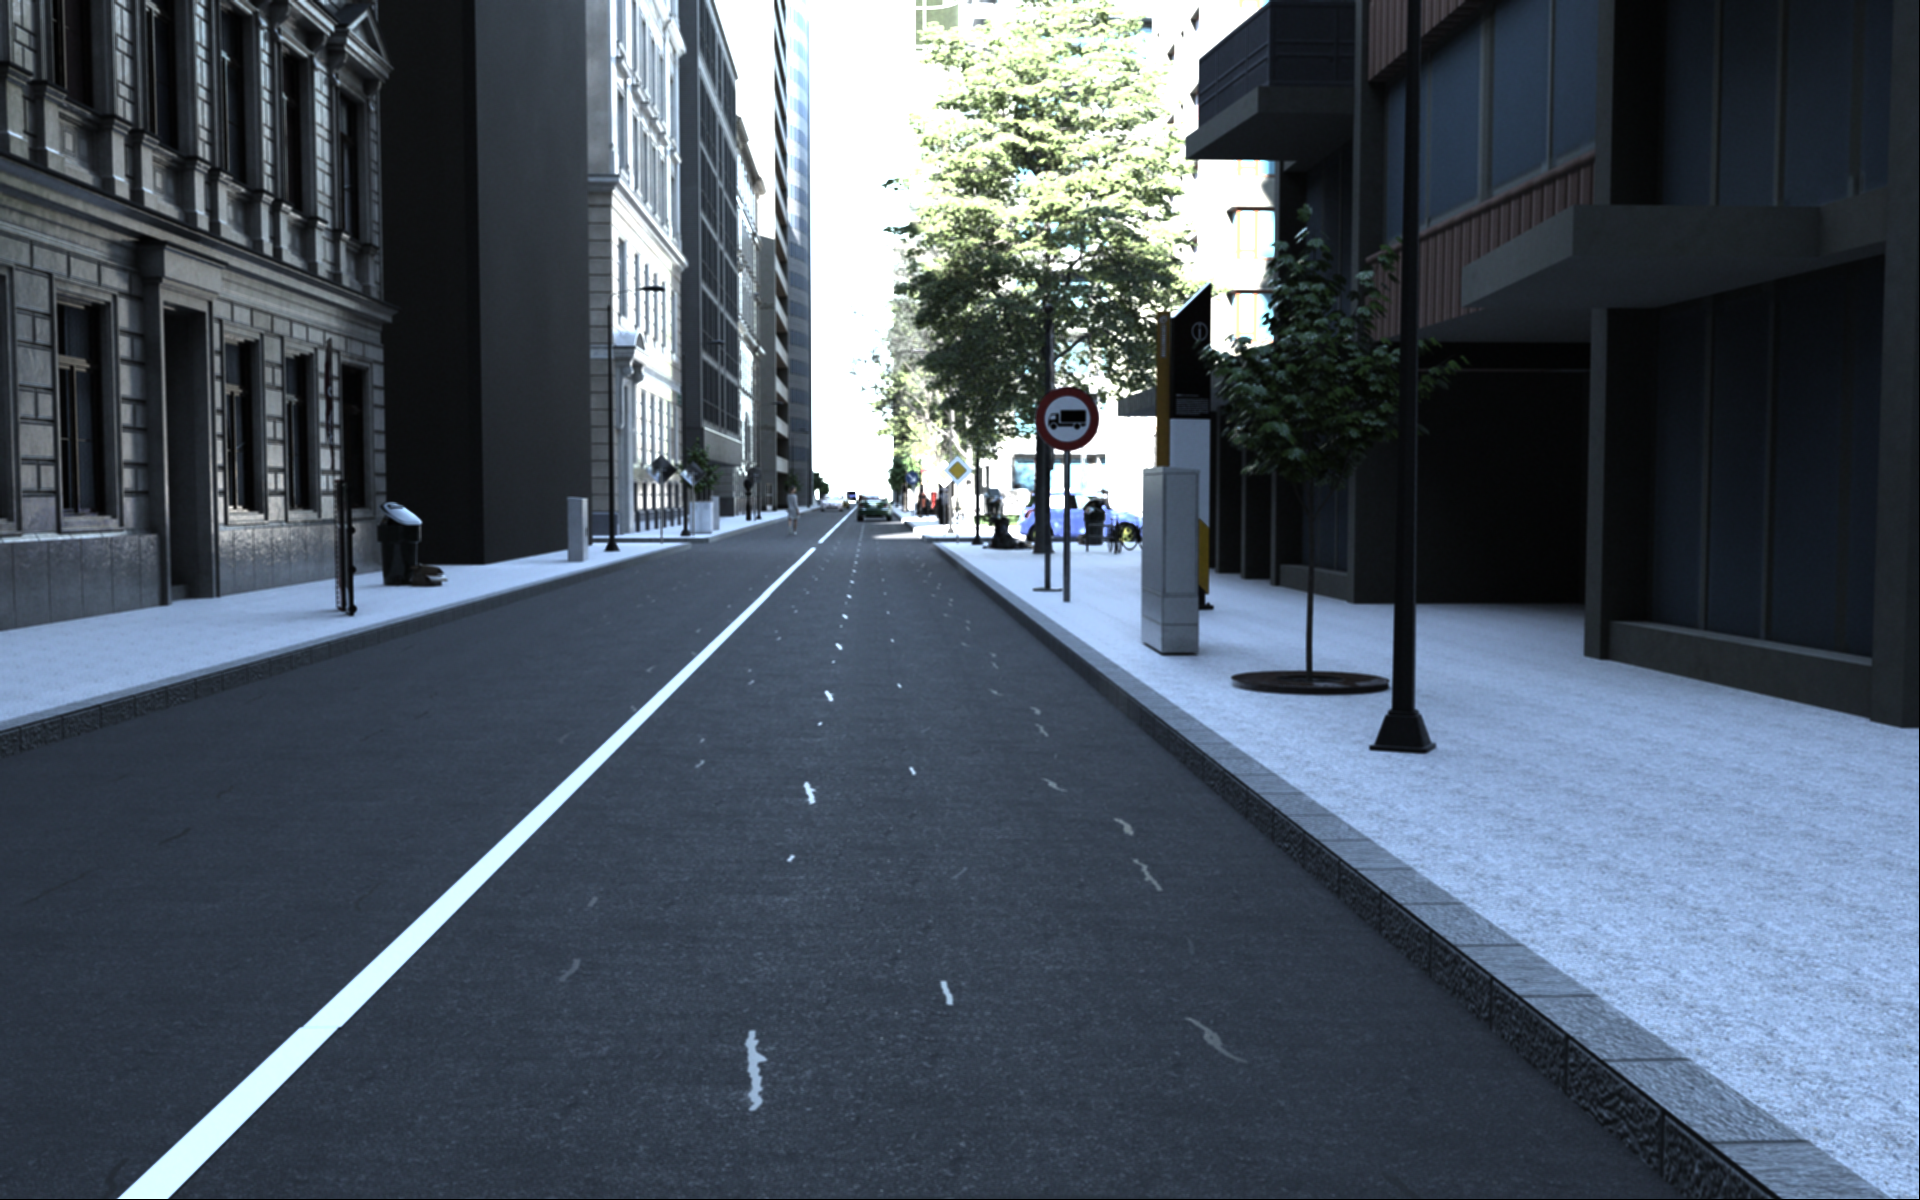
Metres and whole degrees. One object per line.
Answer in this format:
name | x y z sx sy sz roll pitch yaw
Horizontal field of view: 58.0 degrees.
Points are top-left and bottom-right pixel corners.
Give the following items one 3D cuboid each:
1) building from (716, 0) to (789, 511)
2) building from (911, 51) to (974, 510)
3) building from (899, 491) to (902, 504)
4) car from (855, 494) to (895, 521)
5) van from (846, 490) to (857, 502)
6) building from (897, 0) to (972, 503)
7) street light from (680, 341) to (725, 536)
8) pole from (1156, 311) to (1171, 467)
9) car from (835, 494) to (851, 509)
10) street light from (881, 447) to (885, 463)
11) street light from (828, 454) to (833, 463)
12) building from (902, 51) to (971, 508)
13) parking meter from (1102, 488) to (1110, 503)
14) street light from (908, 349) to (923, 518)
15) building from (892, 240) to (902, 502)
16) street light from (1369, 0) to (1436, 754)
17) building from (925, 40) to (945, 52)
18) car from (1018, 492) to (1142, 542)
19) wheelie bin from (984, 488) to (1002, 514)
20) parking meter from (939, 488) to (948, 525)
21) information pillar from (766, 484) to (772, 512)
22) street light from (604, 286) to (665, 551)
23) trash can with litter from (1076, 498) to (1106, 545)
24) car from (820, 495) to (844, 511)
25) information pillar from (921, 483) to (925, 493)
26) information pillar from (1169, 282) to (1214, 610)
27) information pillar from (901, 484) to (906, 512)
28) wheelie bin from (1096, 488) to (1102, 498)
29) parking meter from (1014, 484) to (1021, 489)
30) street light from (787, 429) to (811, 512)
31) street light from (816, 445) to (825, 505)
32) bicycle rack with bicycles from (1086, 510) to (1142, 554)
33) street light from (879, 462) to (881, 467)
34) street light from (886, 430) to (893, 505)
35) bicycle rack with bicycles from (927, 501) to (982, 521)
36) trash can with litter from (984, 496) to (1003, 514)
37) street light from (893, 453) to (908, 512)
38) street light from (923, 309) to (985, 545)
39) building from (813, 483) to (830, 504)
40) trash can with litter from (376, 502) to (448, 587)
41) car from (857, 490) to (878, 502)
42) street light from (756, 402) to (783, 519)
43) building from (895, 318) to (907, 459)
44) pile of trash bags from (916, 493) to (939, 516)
building | -24.753 -31.364 136.502 21.300 48.544 21.600 0 4 -3
building | 12.112 -27.740 145.424 32.217 40.220 23.993 0 4 -3
building | 8.176 -32.657 225.819 32.217 40.220 23.993 0 4 -3
car | -4.577 -4.973 93.112 2.131 1.459 4.920 0 4 -1
van | -17.662 -16.922 281.065 2.240 2.365 5.245 0 4 -4
building | 1.299 -49.453 246.807 20.563 71.187 20.611 0 4 -3
street light | -7.800 -4.890 52.493 1.470 5.913 1.316 0 4 -3
pole | 2.279 -1.565 19.428 0.158 3.312 0.155 0 3 0
car | -11.702 -9.751 169.653 2.015 1.641 3.980 0 4 -3
street light | -6.703 -12.015 168.991 1.470 5.913 1.316 0 4 -3
street light | -15.622 -13.811 198.342 1.470 5.913 1.316 0 4 -3
building | 2.032 -29.400 164.292 14.154 41.232 14.086 0 4 -3
parking meter | 6.477 -4.191 76.935 0.372 1.533 0.369 0 3 0
street light | -0.840 -5.086 55.699 1.470 5.913 1.316 0 4 -3
building | -3.907 -36.443 279.441 14.154 41.232 14.086 0 4 -3
street light | 1.693 -2.201 8.535 1.470 5.913 1.316 0 4 -3
building | 5.967 -34.673 186.517 23.786 49.044 30.456 0 4 -3
car | 3.506 -2.434 49.390 3.694 1.707 1.945 0 4 -3
wheelie bin | 1.715 -5.096 91.229 0.980 1.594 0.693 -2 4 -24
parking meter | -0.671 -3.910 72.346 0.372 1.533 0.369 0 3 0
information pillar | -13.866 -7.431 125.989 0.304 2.012 0.304 -3 5 -42
street light | -7.271 -4.048 38.734 1.470 5.913 1.316 0 4 -3
trash can with litter | 3.242 -1.979 43.751 0.624 1.170 1.055 -2 4 -23
car | -10.834 -8.193 146.320 2.083 1.381 4.827 0 4 -5
information pillar | -2.582 -6.892 117.172 0.304 2.012 0.304 -1 4 -15
information pillar | 2.552 -1.699 19.127 0.504 3.616 0.183 -2 4 -24
information pillar | -4.059 -7.387 125.271 0.304 2.012 0.304 -1 4 -12
wheelie bin | 7.362 -4.995 89.574 0.693 1.594 0.980 0 4 0
parking meter | 3.162 -5.500 95.641 0.255 1.863 0.399 2 4 32
street light | -11.890 -9.544 128.587 1.470 5.913 1.316 0 4 -3
street light | -13.750 -11.675 163.433 1.470 5.913 1.316 0 4 -3
bicycle rack with bicycles | 4.025 -1.528 38.370 2.852 0.926 2.925 -1 4 -15
street light | -8.508 -14.149 203.868 1.470 5.913 1.316 0 4 -3
street light | -4.442 -9.416 126.493 1.470 5.913 1.316 0 4 -3
bicycle rack with bicycles | -0.387 -4.224 82.439 2.852 0.926 2.925 -1 4 -13
trash can with litter | 1.671 -4.791 89.719 0.624 1.170 1.055 3 5 44
street light | -2.628 -7.248 91.047 1.470 5.913 1.316 0 4 -3
street light | -0.097 -4.338 43.473 1.470 5.913 1.316 0 4 -3
building | -36.662 -35.356 269.950 32.217 40.220 23.993 0 4 -3
trash can with litter | -7.673 -0.793 24.358 1.055 1.170 0.624 2 4 26
car | -8.382 -9.236 159.685 2.281 1.827 5.304 0 4 -1
street light | -9.643 -7.036 87.574 1.470 5.913 1.316 0 4 -3
building | -2.915 -30.188 265.267 14.160 30.474 14.107 0 4 -3
pile of trash bags | -1.841 -5.819 104.899 1.912 1.369 3.447 1 4 17
